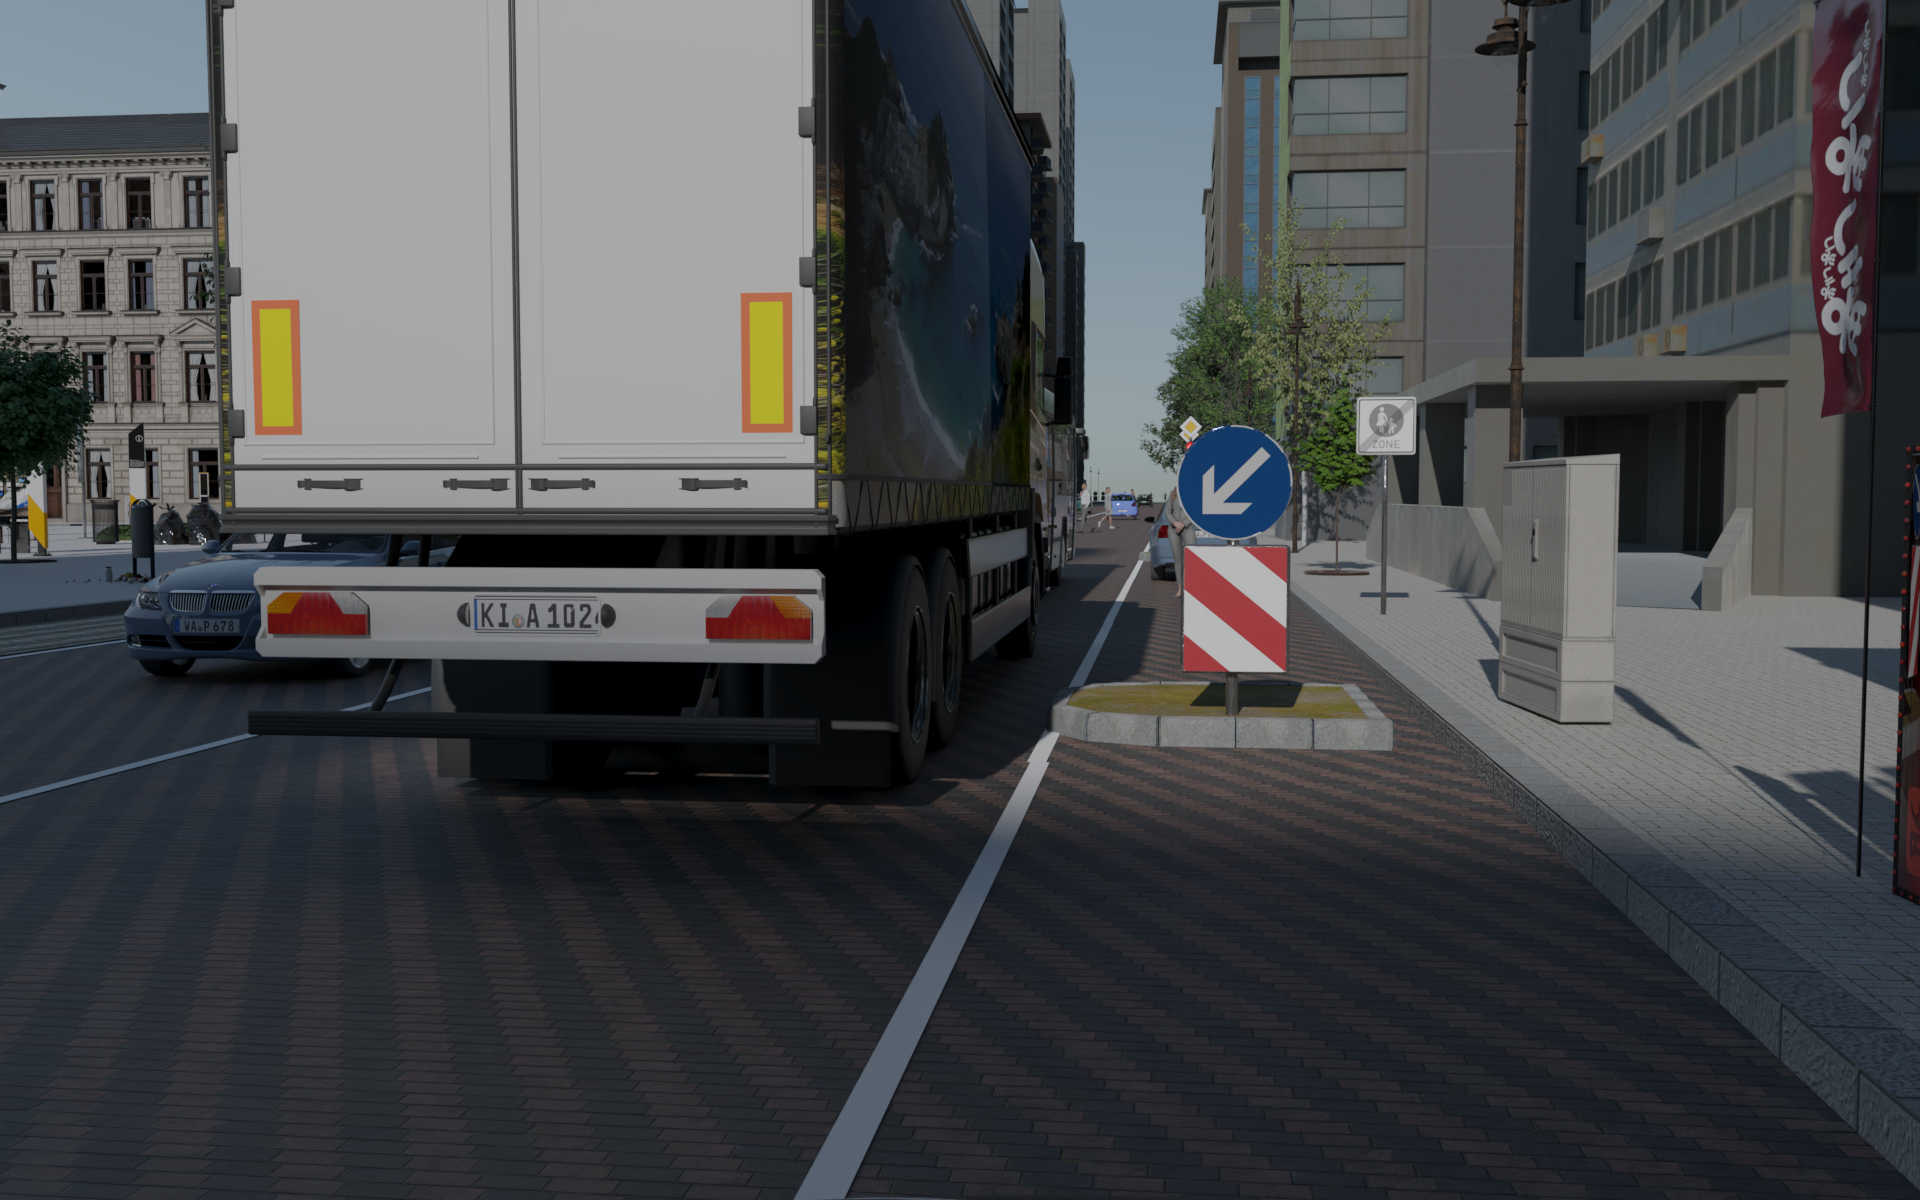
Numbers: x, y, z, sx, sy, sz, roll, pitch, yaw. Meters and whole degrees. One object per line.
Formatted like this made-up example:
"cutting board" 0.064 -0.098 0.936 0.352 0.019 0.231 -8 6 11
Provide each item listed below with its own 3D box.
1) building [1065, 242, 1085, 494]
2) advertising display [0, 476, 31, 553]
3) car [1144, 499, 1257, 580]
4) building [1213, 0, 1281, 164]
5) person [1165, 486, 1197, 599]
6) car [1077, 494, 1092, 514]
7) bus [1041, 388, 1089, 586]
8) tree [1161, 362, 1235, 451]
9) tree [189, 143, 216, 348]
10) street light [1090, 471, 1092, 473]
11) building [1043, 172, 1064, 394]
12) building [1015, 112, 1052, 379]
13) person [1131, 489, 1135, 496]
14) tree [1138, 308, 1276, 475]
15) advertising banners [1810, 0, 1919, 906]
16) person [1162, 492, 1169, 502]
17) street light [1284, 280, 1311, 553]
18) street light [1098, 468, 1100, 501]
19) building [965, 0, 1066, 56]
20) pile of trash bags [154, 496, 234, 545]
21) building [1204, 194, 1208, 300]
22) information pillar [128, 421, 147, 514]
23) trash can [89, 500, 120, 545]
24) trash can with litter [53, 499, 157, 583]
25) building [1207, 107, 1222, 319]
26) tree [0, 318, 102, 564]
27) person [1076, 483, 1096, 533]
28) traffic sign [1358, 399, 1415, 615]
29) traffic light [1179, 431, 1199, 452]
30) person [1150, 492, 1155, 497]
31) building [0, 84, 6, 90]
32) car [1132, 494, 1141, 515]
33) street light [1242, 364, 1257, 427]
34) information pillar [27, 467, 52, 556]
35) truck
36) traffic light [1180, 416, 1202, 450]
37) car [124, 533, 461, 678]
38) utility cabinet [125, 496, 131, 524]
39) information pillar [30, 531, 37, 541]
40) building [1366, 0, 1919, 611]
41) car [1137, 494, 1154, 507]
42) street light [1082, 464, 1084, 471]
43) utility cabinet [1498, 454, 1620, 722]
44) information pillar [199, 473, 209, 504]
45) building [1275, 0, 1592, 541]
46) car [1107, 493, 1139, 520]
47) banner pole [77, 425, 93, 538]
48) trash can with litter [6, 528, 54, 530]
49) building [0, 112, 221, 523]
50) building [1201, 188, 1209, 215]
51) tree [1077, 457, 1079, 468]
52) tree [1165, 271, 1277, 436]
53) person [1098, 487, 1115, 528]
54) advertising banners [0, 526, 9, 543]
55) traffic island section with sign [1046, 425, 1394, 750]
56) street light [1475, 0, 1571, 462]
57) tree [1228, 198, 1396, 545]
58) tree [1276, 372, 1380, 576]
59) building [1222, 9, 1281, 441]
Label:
"building" 12.359 -36.098 273.796 14.154 41.232 14.086 0 4 7
"advertising display" -20.353 -1.973 37.471 0.974 1.923 0.123 0 4 -8
"car" 4.176 -1.095 29.909 2.014 1.417 4.499 0 4 7
"building" 41.108 -36.220 181.430 28.713 52.752 27.495 0 4 7
"person" 3.044 -0.908 23.624 0.520 1.790 0.573 1 4 10
"car" 8.477 -6.924 125.000 2.131 1.459 4.920 1 4 9
"bus" -0.013 -1.807 24.401 2.948 3.499 13.247 0 4 8
"tree" 18.160 -12.671 125.301 7.486 12.596 7.792 0 3 0
"tree" -10.793 -4.873 30.041 4.737 8.622 4.395 0 3 0
"street light" 21.080 -18.734 279.095 0.468 5.910 1.993 0 4 7
"building" 6.890 -36.009 238.850 14.600 45.320 14.200 0 4 7
"building" -1.146 -33.138 196.427 22.147 44.769 28.867 0 4 7
"person" 12.585 -7.211 126.491 0.616 1.811 0.778 2 4 24
"tree" 16.164 -11.610 106.825 9.611 12.733 9.660 0 3 0
"advertising banners" 2.999 -0.551 5.199 0.090 3.025 2.074 0 4 2
"person" 35.978 -17.984 303.317 1.217 1.735 0.721 2 4 27
"street light" 7.290 -3.960 37.541 0.468 5.910 1.993 0 4 7
"street light" 24.259 -20.211 303.241 0.468 5.910 1.993 0 4 7
"building" 7.237 -49.986 255.524 20.563 71.187 20.611 0 4 7
"pile of trash bags" -19.034 -2.151 44.923 1.912 1.369 3.447 2 4 27
"building" 47.912 -39.075 262.572 21.300 48.544 21.600 0 4 7
"information pillar" -26.475 -3.941 55.790 0.504 3.616 0.183 -1 4 -13
"trash can" -21.804 -1.990 44.186 0.748 1.137 0.748 0 3 0
"trash can with litter" -11.796 -0.866 25.219 2.233 1.210 1.678 3 4 36
"building" 40.769 -35.632 206.291 21.300 48.544 21.600 0 4 7
"tree" -17.786 -2.974 32.342 4.285 4.588 4.351 0 3 0
"person" 4.595 -3.360 63.535 0.850 1.850 0.679 -1 4 -22
"traffic sign" 4.500 -0.992 18.350 0.606 2.300 0.079 1 4 9
"traffic light" 9.262 -4.974 70.250 0.839 4.253 0.868 0 4 7
"person" 29.684 -15.893 269.062 1.217 1.735 0.721 0 4 -6
"building" -62.647 -17.642 85.711 25.104 27.353 12.463 0 4 7
"car" 11.249 -6.594 117.593 2.009 1.686 4.222 0 4 6
"street light" 10.286 -5.439 61.711 0.468 5.910 1.993 0 4 7
"information pillar" -19.014 -2.711 35.671 0.504 3.616 0.183 2 4 25
"truck" -0.925 -1.407 11.922 2.839 4.237 11.283 0 4 7
"traffic light" 8.276 -4.490 62.326 0.839 4.253 0.868 0 4 7
"car" -5.384 -0.191 15.124 2.014 1.417 4.499 0 4 6
"utility cabinet" -31.212 -3.308 65.246 0.306 1.237 1.020 -2 4 -35
"information pillar" -25.526 -2.641 47.673 0.304 2.012 0.304 1 4 15
"building" 23.209 -20.336 24.376 32.217 40.220 23.993 0 4 7
"car" 20.729 -11.282 194.240 2.009 1.686 4.222 1 4 9
"street light" 18.119 -17.252 254.852 0.468 5.910 1.993 0 4 7
"utility cabinet" 3.467 -0.088 10.120 0.318 1.500 1.173 0 4 1
"information pillar" -25.980 -3.367 59.549 0.304 2.012 0.304 -2 4 -24
"building" 16.763 -22.553 52.340 14.154 41.232 14.086 0 4 7
"car" 9.026 -5.316 96.512 1.945 1.707 3.694 0 4 5
"banner pole" -25.411 -3.673 50.078 0.401 3.779 0.863 -1 4 -14
"trash can with litter" -33.639 -3.164 62.788 1.678 1.210 2.233 -1 4 -18
"building" -40.464 -13.309 82.223 19.286 19.102 10.561 0 4 7
"building" 54.465 -42.658 286.691 28.713 52.752 27.495 0 4 7
"tree" 12.839 -16.265 216.300 4.360 8.622 3.978 0 3 0
"tree" 13.376 -9.556 82.001 9.928 11.665 9.643 0 3 0
"person" 6.134 -3.852 72.226 0.760 1.731 0.466 -2 4 -26
"advertising banners" -25.014 -2.974 44.811 0.090 3.025 2.074 1 4 8
"traffic island section with sign" 1.564 -0.129 10.733 1.989 1.847 2.006 0 4 7
"street light" 4.234 -2.468 13.135 0.468 5.910 1.993 0 4 7
"tree" 8.630 -5.662 42.941 4.737 8.622 4.395 0 3 0
"tree" 6.063 -2.008 27.434 1.663 3.219 1.824 0 3 0
"building" 31.668 -31.300 161.859 14.600 45.320 14.200 0 4 7
